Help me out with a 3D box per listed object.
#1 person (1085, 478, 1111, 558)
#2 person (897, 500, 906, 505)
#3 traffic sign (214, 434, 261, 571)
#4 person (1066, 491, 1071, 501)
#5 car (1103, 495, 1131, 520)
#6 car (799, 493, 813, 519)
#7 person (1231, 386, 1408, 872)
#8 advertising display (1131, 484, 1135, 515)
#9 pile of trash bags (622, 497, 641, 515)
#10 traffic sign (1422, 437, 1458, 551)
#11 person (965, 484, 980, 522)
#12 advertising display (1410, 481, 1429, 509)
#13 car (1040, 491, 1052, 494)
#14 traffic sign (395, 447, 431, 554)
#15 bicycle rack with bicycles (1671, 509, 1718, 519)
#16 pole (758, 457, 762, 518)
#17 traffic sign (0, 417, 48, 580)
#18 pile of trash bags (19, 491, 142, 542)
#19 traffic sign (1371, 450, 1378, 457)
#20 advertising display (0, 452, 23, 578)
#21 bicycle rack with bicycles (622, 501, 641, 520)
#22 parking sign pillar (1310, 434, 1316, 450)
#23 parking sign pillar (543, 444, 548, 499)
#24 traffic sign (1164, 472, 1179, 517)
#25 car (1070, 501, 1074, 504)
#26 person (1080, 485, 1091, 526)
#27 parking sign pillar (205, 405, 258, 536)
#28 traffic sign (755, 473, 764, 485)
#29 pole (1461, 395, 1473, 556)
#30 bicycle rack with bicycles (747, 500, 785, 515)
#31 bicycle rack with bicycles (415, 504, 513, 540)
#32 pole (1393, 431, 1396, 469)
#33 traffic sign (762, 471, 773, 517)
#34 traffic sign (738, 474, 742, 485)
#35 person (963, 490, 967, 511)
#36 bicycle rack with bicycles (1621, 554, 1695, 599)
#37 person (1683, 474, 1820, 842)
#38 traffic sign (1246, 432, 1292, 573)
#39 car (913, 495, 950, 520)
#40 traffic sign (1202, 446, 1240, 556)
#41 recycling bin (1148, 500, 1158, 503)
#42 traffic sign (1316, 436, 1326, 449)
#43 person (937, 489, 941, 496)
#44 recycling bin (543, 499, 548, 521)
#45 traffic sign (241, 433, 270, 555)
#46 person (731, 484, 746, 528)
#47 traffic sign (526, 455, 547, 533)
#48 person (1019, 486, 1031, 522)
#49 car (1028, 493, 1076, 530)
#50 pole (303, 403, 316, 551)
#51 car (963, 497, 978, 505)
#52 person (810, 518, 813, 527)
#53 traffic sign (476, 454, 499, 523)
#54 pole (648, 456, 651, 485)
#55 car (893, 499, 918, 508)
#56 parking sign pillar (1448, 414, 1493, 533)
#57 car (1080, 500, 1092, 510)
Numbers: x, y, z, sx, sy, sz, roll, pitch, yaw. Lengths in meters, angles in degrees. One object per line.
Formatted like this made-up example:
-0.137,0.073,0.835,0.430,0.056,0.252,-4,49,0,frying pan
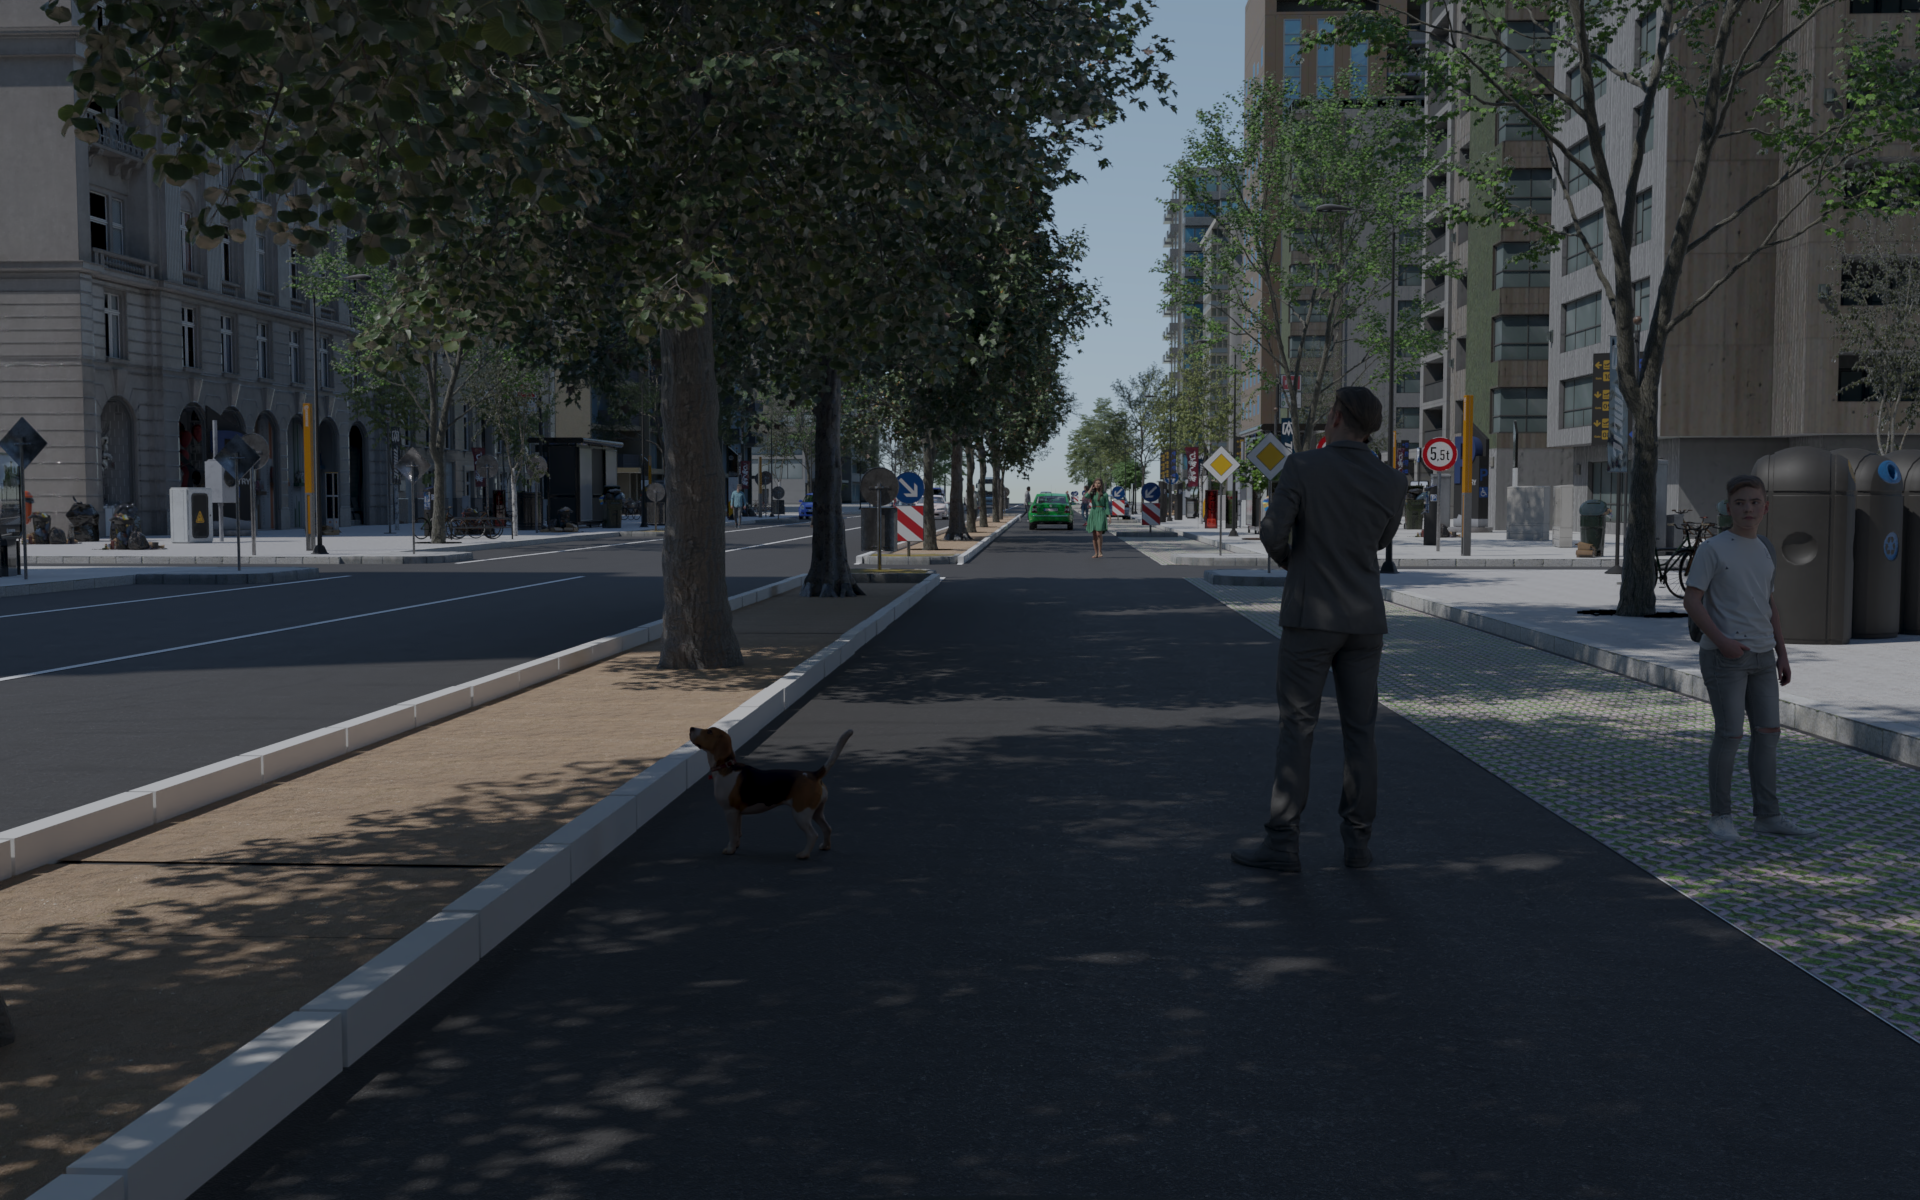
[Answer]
3.103,-1.838,38.799,0.600,1.795,0.529,1,4,9,person
-2.966,-4.859,88.212,0.793,1.790,0.793,1,4,23,person
-12.060,-1.546,28.924,0.795,2.450,0.064,0,4,3,traffic sign
10.363,-9.604,166.083,0.434,1.755,0.990,3,4,37,person
8.286,-5.007,93.875,2.014,1.417,4.499,0,4,1,car
-8.211,-5.480,99.187,1.945,1.707,3.694,0,4,3,car
1.389,0.096,6.730,0.655,1.846,0.447,-1,4,-14,person
10.669,-6.230,107.069,0.123,1.923,0.974,0,4,-1,advertising display
-20.201,-5.934,106.779,1.912,1.369,3.447,1,4,22,pile of trash bags
10.701,-2.360,38.688,0.768,2.556,0.104,1,4,11,traffic sign
0.513,-3.892,71.980,0.661,1.843,0.795,-1,4,-8,person
22.072,-4.771,83.226,0.974,1.923,0.123,3,5,43,advertising display
11.569,-13.717,232.939,2.281,1.827,5.304,0,4,4,car
-11.649,-2.034,36.898,0.795,2.450,0.064,0,4,3,traffic sign
16.877,-1.648,40.322,2.852,0.926,2.925,-2,4,-32,bicycle rack with bicycles
-10.888,-6.146,94.334,0.158,3.312,0.155,0,3,0,pole
-14.028,-1.514,25.946,0.795,2.450,0.064,0,4,7,traffic sign
-23.966,-2.281,47.047,3.447,1.369,1.912,-1,4,-12,pile of trash bags
11.415,-2.981,48.844,0.768,2.556,0.104,1,4,12,traffic sign
-14.849,-1.332,26.985,0.123,1.923,0.974,-1,4,-10,advertising display
-16.734,-4.375,84.906,2.925,0.926,2.852,3,5,41,bicycle rack with bicycles
15.349,-5.465,77.832,1.447,3.967,1.447,1,4,21,parking sign pillar
-21.204,-6.259,90.813,1.447,3.967,1.447,3,4,38,parking sign pillar
11.152,-5.586,91.435,0.768,2.556,0.104,1,4,9,traffic sign
5.285,-5.238,95.428,2.009,1.686,4.222,0,4,4,car
5.638,-4.246,77.935,0.555,1.821,0.388,3,5,42,person
-22.376,-3.955,53.137,1.447,3.967,1.447,3,5,44,parking sign pillar
-11.646,-6.187,101.257,0.768,2.556,0.104,1,4,12,traffic sign
10.482,-2.566,35.794,0.158,3.312,0.155,0,3,0,pole
-12.262,-5.795,108.130,2.925,0.926,2.852,-2,4,-23,bicycle rack with bicycles
-14.143,-2.202,49.388,2.925,0.926,2.852,-2,4,-34,bicycle rack with bicycles
14.024,-3.808,56.097,0.158,3.312,0.155,0,3,0,pole
-10.677,-5.815,95.186,0.768,2.556,0.104,1,4,12,traffic sign
-11.575,-5.344,89.508,0.606,2.300,0.079,0,4,8,traffic sign
0.569,-8.433,146.406,0.705,1.821,1.348,1,4,17,person
9.382,-0.458,20.863,2.925,0.926,2.852,0,4,-7,bicycle rack with bicycles
3.262,0.239,7.181,0.523,1.515,0.503,3,5,39,person
5.011,-1.491,28.028,0.795,2.450,0.064,0,4,3,traffic sign
-1.609,-5.238,98.000,2.083,1.381,4.827,0,4,2,car
5.421,-1.979,36.002,0.795,2.450,0.064,0,4,3,traffic sign
11.464,-5.441,101.516,0.722,1.027,0.722,1,4,21,recycling bin
7.848,-2.217,36.353,0.768,2.556,0.104,1,4,9,traffic sign
-1.711,-8.113,141.225,0.705,1.814,1.350,0,4,-7,person
-19.498,-4.284,82.589,0.722,1.027,0.722,3,4,37,recycling bin
-14.785,-2.207,36.195,0.768,2.556,0.104,1,4,10,traffic sign
-9.319,-3.953,72.993,0.638,1.841,0.748,0,4,2,person
-13.918,-3.473,56.886,0.768,2.556,0.104,1,4,12,traffic sign
3.428,-5.003,90.150,0.795,1.843,0.661,0,4,7,person
3.732,-3.771,70.451,1.959,1.807,4.718,0,4,4,car
-14.678,-2.766,39.070,0.158,3.312,0.155,0,3,0,pole
1.447,-13.165,225.037,2.009,1.686,4.222,0,4,4,car
-6.027,-4.004,74.357,0.834,1.777,0.661,0,4,8,person
-15.203,-3.399,55.680,0.768,2.556,0.104,1,4,9,traffic sign
-16.546,-6.031,92.445,0.158,3.312,0.155,0,3,0,pole
-3.774,-7.042,124.173,2.155,1.783,4.494,0,4,2,car
17.077,-4.243,57.839,1.447,3.967,1.447,-1,4,-22,parking sign pillar
10.847,-7.962,142.759,1.945,1.354,3.894,0,4,3,car
